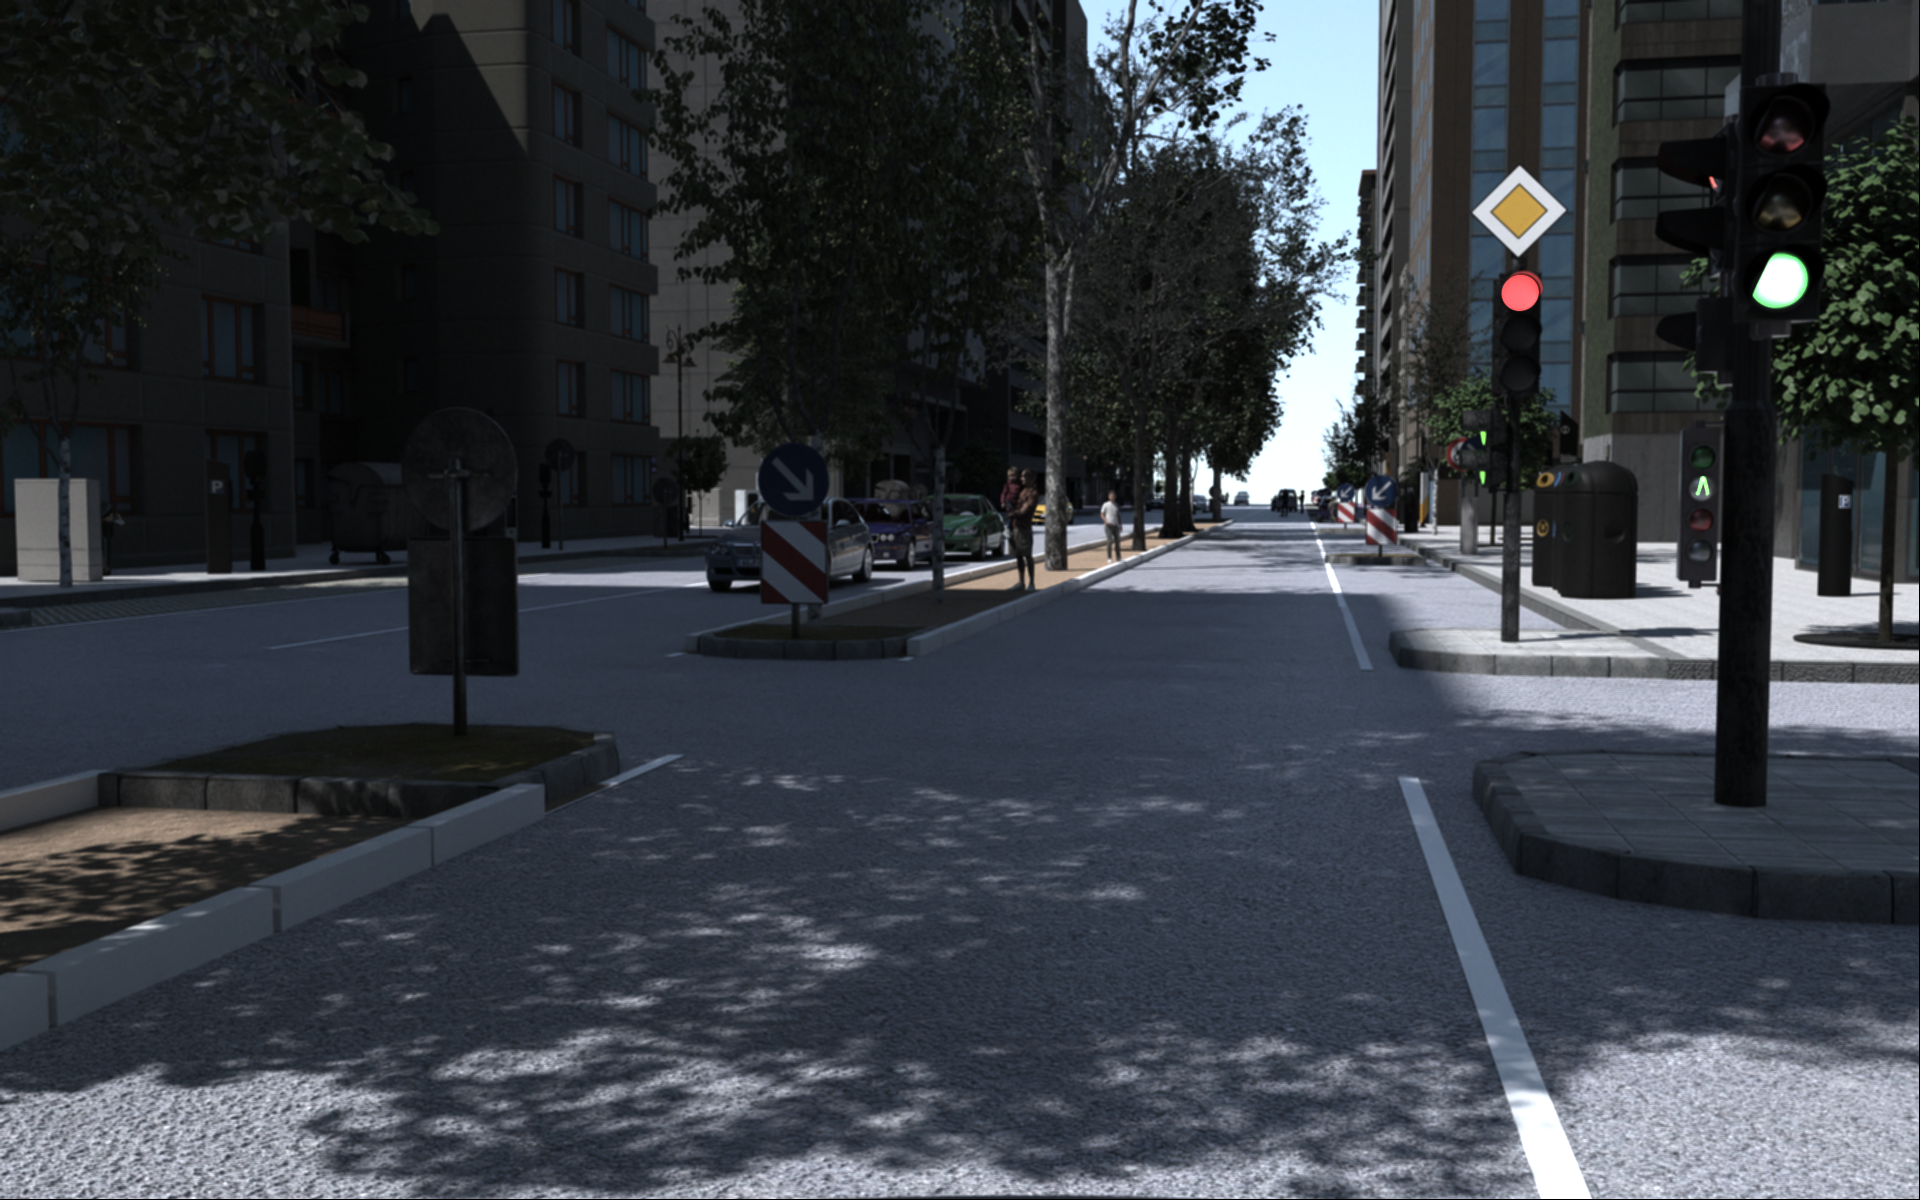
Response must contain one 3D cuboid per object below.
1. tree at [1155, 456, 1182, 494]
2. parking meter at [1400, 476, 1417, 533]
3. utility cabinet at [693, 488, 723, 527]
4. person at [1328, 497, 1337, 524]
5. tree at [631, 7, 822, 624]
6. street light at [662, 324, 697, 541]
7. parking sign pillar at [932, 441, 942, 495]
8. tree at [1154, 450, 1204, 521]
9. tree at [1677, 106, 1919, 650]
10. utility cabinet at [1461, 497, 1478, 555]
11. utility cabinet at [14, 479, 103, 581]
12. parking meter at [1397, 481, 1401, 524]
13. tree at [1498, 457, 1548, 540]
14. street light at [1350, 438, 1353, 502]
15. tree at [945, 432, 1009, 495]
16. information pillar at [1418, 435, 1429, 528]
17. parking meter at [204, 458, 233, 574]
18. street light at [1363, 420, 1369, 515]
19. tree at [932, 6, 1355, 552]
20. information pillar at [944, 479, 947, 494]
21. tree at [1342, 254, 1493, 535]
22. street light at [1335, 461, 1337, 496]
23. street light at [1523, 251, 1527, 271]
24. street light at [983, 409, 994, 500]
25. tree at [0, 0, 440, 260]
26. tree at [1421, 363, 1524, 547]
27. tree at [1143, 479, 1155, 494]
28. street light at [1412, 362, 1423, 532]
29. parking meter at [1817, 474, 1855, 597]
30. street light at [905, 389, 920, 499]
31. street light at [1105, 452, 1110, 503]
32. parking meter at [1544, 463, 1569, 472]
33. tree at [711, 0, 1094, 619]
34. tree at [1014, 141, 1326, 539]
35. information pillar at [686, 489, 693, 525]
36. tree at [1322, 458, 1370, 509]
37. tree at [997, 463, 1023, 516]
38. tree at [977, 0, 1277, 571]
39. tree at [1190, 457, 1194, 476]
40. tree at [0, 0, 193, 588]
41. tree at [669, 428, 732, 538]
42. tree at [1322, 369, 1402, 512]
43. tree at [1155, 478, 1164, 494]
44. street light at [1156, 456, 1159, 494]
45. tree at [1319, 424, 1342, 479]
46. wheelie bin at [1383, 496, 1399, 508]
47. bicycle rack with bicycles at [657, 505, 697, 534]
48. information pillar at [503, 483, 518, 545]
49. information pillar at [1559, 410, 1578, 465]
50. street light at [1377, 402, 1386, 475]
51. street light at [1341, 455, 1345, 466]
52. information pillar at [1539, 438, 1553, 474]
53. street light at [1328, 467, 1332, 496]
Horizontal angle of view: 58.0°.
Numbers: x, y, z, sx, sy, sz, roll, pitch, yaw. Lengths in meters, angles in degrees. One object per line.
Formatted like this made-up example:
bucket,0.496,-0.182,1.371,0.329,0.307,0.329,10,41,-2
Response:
tree,27.267,-16.989,228.130,4.360,8.622,3.978,0,3,0
parking meter,14.989,-3.177,57.662,0.399,1.863,0.255,2,4,26
utility cabinet,-9.813,-3.594,67.446,1.173,1.500,0.318,2,4,24
person,17.947,-4.323,83.454,0.475,1.303,0.640,-2,4,-33
tree,-1.434,-3.933,17.124,4.737,8.622,4.395,0,3,0
street light,-7.611,-4.547,47.136,0.468,5.910,1.993,1,4,11
parking sign pillar,-1.136,-6.047,87.337,1.447,3.967,1.447,0,4,4
tree,10.052,-7.481,75.135,4.737,8.622,4.395,0,3,0
tree,8.022,-1.897,14.722,4.285,4.588,4.351,0,3,0
utility cabinet,10.877,-1.581,37.014,0.306,1.237,1.020,1,4,19
utility cabinet,-13.146,-1.015,25.279,1.173,1.500,0.318,1,4,10
parking meter,18.762,-4.138,73.370,0.255,1.863,0.399,2,4,24
tree,15.629,-3.290,48.399,1.663,3.219,1.824,0,3,0
street light,30.465,-9.908,134.781,0.468,5.910,1.993,1,4,11
tree,1.016,-6.529,90.461,4.285,4.588,4.351,0,3,0
information pillar,17.759,-4.578,66.212,0.183,3.616,0.504,3,5,44
parking meter,-11.922,-1.356,27.886,0.399,1.863,0.255,-1,4,-17
street light,24.920,-8.170,106.362,0.468,5.910,1.993,1,4,11
tree,4.468,-7.965,43.062,12.009,13.543,11.850,0,3,0
information pillar,-0.823,-4.732,81.865,0.304,2.012,0.304,-3,4,-37
tree,15.050,-6.352,54.210,4.360,8.622,3.978,0,3,0
street light,40.902,-13.155,187.872,0.468,5.910,1.993,1,4,11
street light,10.011,-3.567,31.111,0.468,5.910,1.993,1,4,11
street light,1.557,-7.403,93.819,0.468,5.910,1.993,1,4,11
tree,-3.311,-5.132,4.495,7.486,12.596,7.792,0,3,0
tree,13.040,-3.598,42.534,4.285,4.588,4.351,0,3,0
tree,19.269,-11.618,184.562,1.663,3.219,1.824,0,3,0
street light,15.624,-5.281,59.140,0.468,5.910,1.993,1,4,11
parking meter,10.993,-0.815,21.739,0.372,1.533,0.369,0,3,0
street light,-2.122,-6.263,75.189,0.468,5.910,1.993,1,4,11
street light,12.676,-10.852,150.224,0.468,5.910,1.993,1,4,11
parking meter,11.178,-1.637,32.474,0.399,1.863,0.255,3,4,38
tree,-0.278,-4.255,22.391,4.737,8.622,4.395,0,3,0
tree,6.806,-8.321,55.508,9.611,12.733,9.660,0,3,0
information pillar,-11.132,-4.114,71.753,0.304,2.012,0.304,1,4,22
tree,34.763,-10.367,153.216,4.285,4.588,4.351,0,3,0
tree,2.788,-6.664,103.552,1.663,3.219,1.824,0,3,0
tree,2.816,-10.533,30.559,12.611,20.169,13.585,0,3,0
tree,30.667,-17.880,242.694,4.360,8.622,3.978,0,3,0
tree,-12.415,-4.488,23.746,4.737,8.622,4.395,0,3,0
tree,-7.664,-3.440,50.851,1.663,3.219,1.824,0,3,0
tree,23.860,-9.206,100.876,4.737,8.622,4.395,0,3,0
tree,24.145,-13.247,211.186,1.663,3.219,1.824,0,3,0
street light,23.283,-14.157,204.250,0.468,5.910,1.993,1,4,11
tree,38.427,-13.728,174.812,4.360,8.622,3.978,0,3,0
wheelie bin,19.624,-4.384,79.591,0.980,1.594,0.693,0,4,4
bicycle rack with bicycles,-9.879,-2.641,56.568,2.852,0.926,2.925,0,4,-6
information pillar,-11.101,-2.339,42.734,0.304,2.012,0.304,-1,4,-23
information pillar,16.833,-3.463,47.976,0.504,3.616,0.183,2,4,27
street light,21.205,-6.996,87.175,0.468,5.910,1.993,1,4,11
street light,36.078,-11.635,163.025,0.468,5.910,1.993,1,4,11
information pillar,22.140,-4.536,65.526,0.504,3.616,0.183,0,4,-6
street light,46.347,-14.871,215.934,0.468,5.910,1.993,1,4,11
